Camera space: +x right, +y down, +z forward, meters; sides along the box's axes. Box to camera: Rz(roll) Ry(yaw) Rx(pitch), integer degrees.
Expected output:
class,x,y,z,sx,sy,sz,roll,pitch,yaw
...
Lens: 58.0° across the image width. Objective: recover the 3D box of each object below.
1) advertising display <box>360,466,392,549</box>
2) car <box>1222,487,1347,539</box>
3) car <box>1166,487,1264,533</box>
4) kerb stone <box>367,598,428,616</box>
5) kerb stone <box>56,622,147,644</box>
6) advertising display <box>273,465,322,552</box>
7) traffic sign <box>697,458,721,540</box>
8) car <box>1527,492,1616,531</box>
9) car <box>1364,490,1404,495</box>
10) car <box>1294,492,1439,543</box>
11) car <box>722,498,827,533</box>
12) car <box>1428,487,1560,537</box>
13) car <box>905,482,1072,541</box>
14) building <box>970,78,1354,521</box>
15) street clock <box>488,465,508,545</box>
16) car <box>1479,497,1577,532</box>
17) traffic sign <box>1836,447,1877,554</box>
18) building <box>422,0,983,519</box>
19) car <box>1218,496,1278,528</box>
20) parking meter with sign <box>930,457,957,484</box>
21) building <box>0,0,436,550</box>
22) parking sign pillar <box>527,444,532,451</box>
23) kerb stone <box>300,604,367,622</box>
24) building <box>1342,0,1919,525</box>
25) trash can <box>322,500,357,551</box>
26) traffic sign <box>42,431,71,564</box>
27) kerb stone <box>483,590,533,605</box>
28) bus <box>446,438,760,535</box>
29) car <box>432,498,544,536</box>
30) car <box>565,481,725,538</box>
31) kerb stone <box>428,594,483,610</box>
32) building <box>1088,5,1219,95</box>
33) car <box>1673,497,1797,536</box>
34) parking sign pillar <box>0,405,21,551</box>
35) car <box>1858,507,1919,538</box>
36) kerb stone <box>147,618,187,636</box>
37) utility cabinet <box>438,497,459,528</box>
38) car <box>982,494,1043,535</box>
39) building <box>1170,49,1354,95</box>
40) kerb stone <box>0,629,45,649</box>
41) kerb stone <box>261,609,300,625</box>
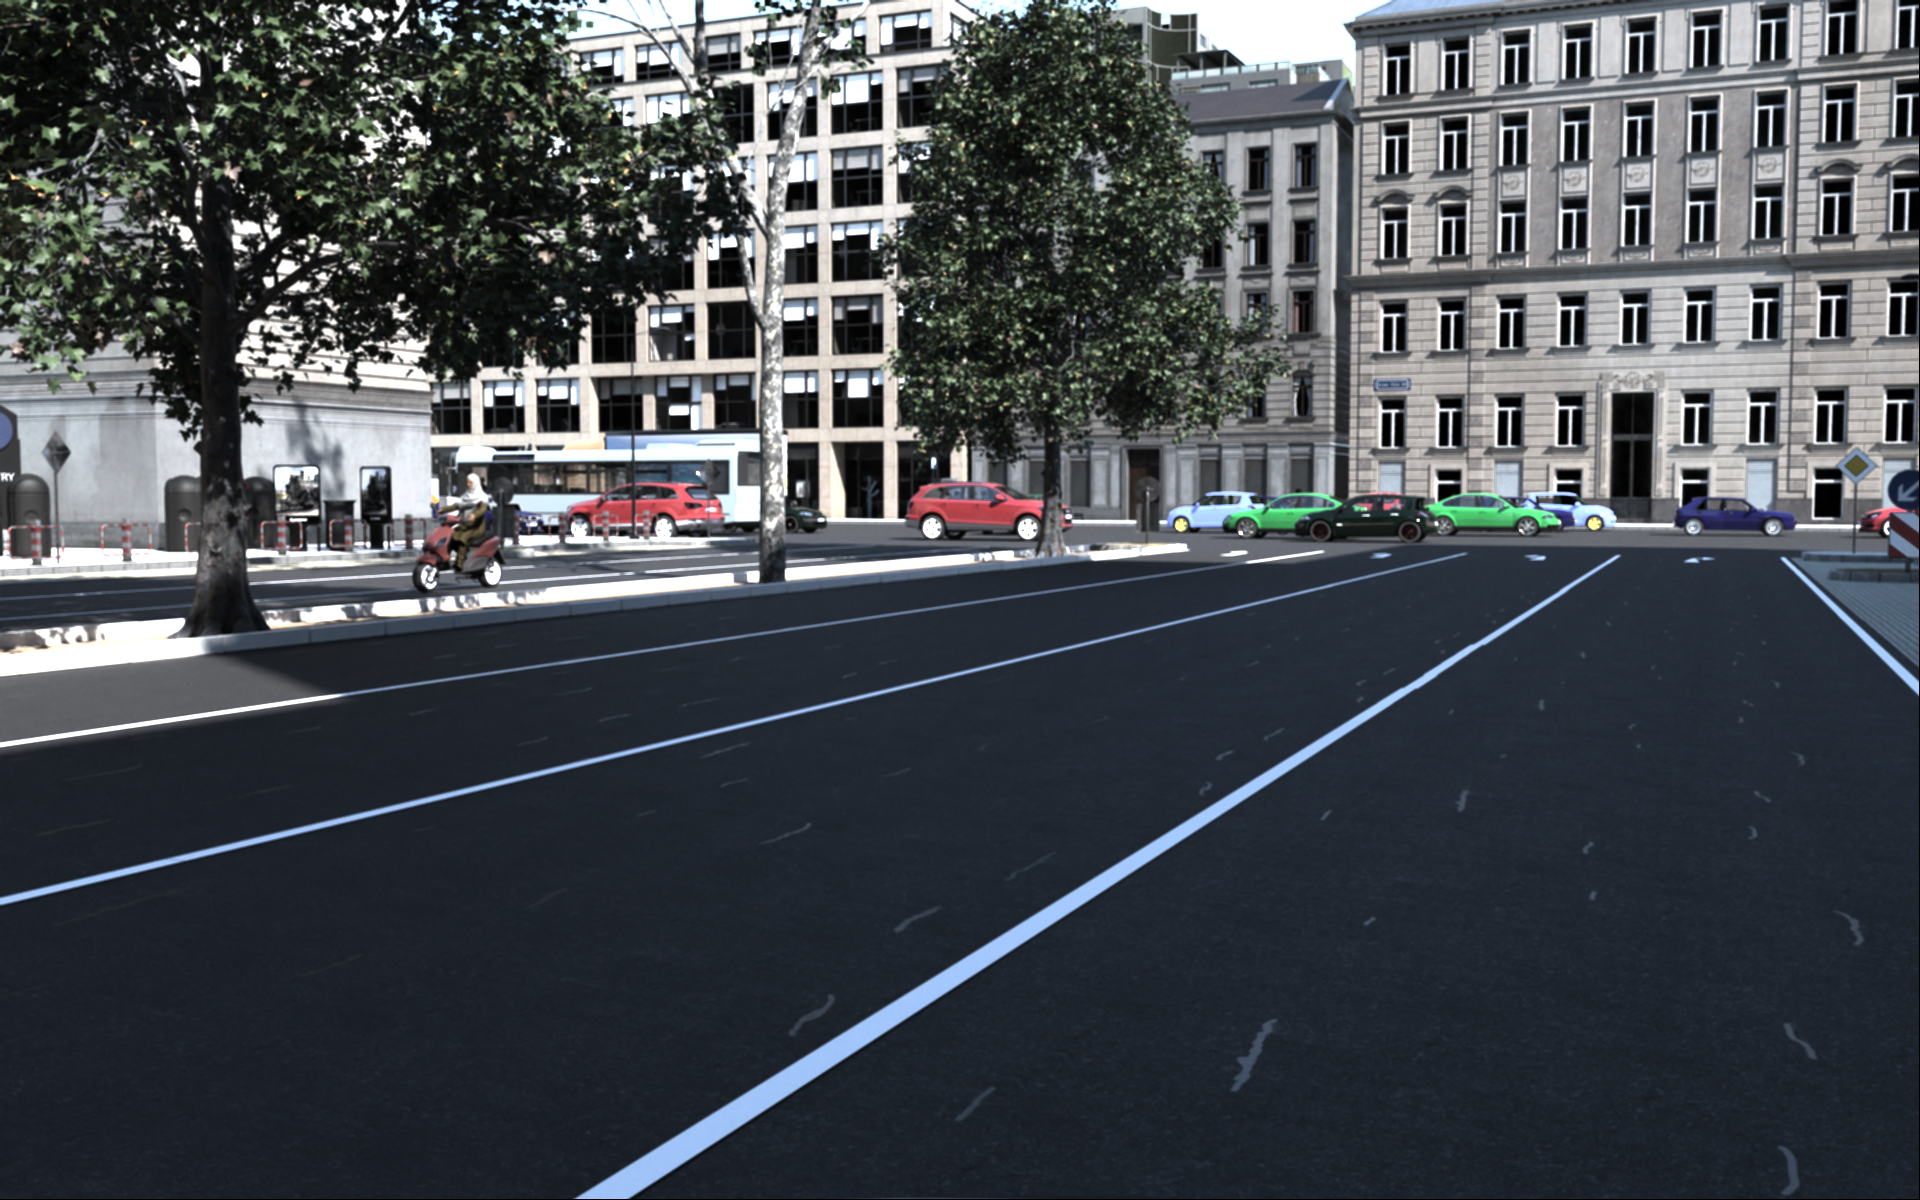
class,x,y,z,sx,sy,sz,roll,pitch,yaw
advertising display,-13.596,-2.148,40.336,0.974,1.923,0.123,2,4,33
car,10.776,-2.865,55.636,4.718,1.807,1.959,2,4,24
car,9.500,-3.336,64.136,3.694,1.707,1.945,2,4,25
kerb stone,-6.774,0.098,20.677,0.120,0.150,1.000,2,4,23
kerb stone,-8.417,0.324,16.895,0.120,0.150,1.000,2,4,23
advertising display,-14.659,-2.026,38.332,0.974,1.923,0.123,-1,4,-12
traffic sign,-7.077,-2.759,48.756,0.795,2.450,0.064,2,4,23
car,23.855,-3.581,68.134,3.694,1.707,1.945,1,4,23
car,15.063,-3.190,61.194,2.155,1.783,4.494,2,4,24
car,12.184,-2.579,51.951,4.222,1.686,2.009,1,4,22
car,-7.018,-3.341,64.406,4.222,1.686,2.009,1,4,22
car,18.072,-3.089,59.303,4.718,1.807,1.959,2,4,24
car,0.900,-2.763,53.855,5.304,1.827,2.281,1,4,22
building,10.568,-14.502,86.263,18.267,20.994,9.793,2,4,23
street clock,-11.645,-2.395,43.723,0.471,2.002,0.358,2,4,25
car,21.380,-3.258,65.850,3.894,1.354,1.945,1,4,22
traffic sign,19.266,-2.057,37.277,0.795,2.450,0.064,2,4,23
building,-11.587,-18.124,100.835,34.151,26.468,19.350,2,4,23
car,12.265,-3.701,73.094,3.894,1.354,1.945,1,4,22
parking meter with sign,-0.536,-5.244,82.005,1.738,3.016,0.543,2,4,24
building,-24.685,-12.097,46.936,18.267,20.994,9.793,2,4,23
parking sign pillar,-23.136,-6.344,92.196,1.447,3.967,1.447,0,4,0
kerb stone,-7.186,0.153,19.722,0.120,0.150,1.000,2,4,23
building,31.102,-17.227,78.920,25.104,27.353,12.463,2,4,23
trash can,-14.022,-1.682,39.160,0.748,1.137,0.748,0,3,0
traffic sign,-16.513,-1.863,31.651,0.795,2.450,0.064,2,4,26
kerb stone,-5.954,-0.022,22.562,0.120,0.150,1.000,2,4,23
bus,-13.097,-4.125,62.308,13.247,3.499,2.948,2,4,24
car,-15.951,-2.778,58.007,3.894,1.354,1.945,1,4,22
car,-9.843,-2.750,53.638,5.304,1.827,2.281,2,4,25
kerb stone,-6.360,0.037,21.618,0.120,0.150,1.000,2,4,23
building,25.717,-50.167,258.478,20.611,71.187,20.563,2,4,23
car,26.750,-2.891,59.845,3.894,1.354,1.945,1,4,22
parking sign pillar,-22.108,-3.113,39.362,1.447,3.967,1.447,-3,4,-37
car,31.692,-2.885,56.205,4.494,1.783,2.155,1,4,23
kerb stone,-8.011,0.273,17.841,0.120,0.150,1.000,2,4,23
utility cabinet,-12.865,-1.985,43.617,0.306,1.237,1.020,-2,4,-28
car,2.245,-3.094,62.383,2.131,1.459,4.920,1,4,22
building,27.888,-29.190,160.848,14.154,41.232,14.086,2,4,23
kerb stone,-8.838,0.382,15.957,0.120,0.150,1.000,2,4,23
kerb stone,-7.602,0.209,18.783,0.120,0.150,1.000,2,4,23
